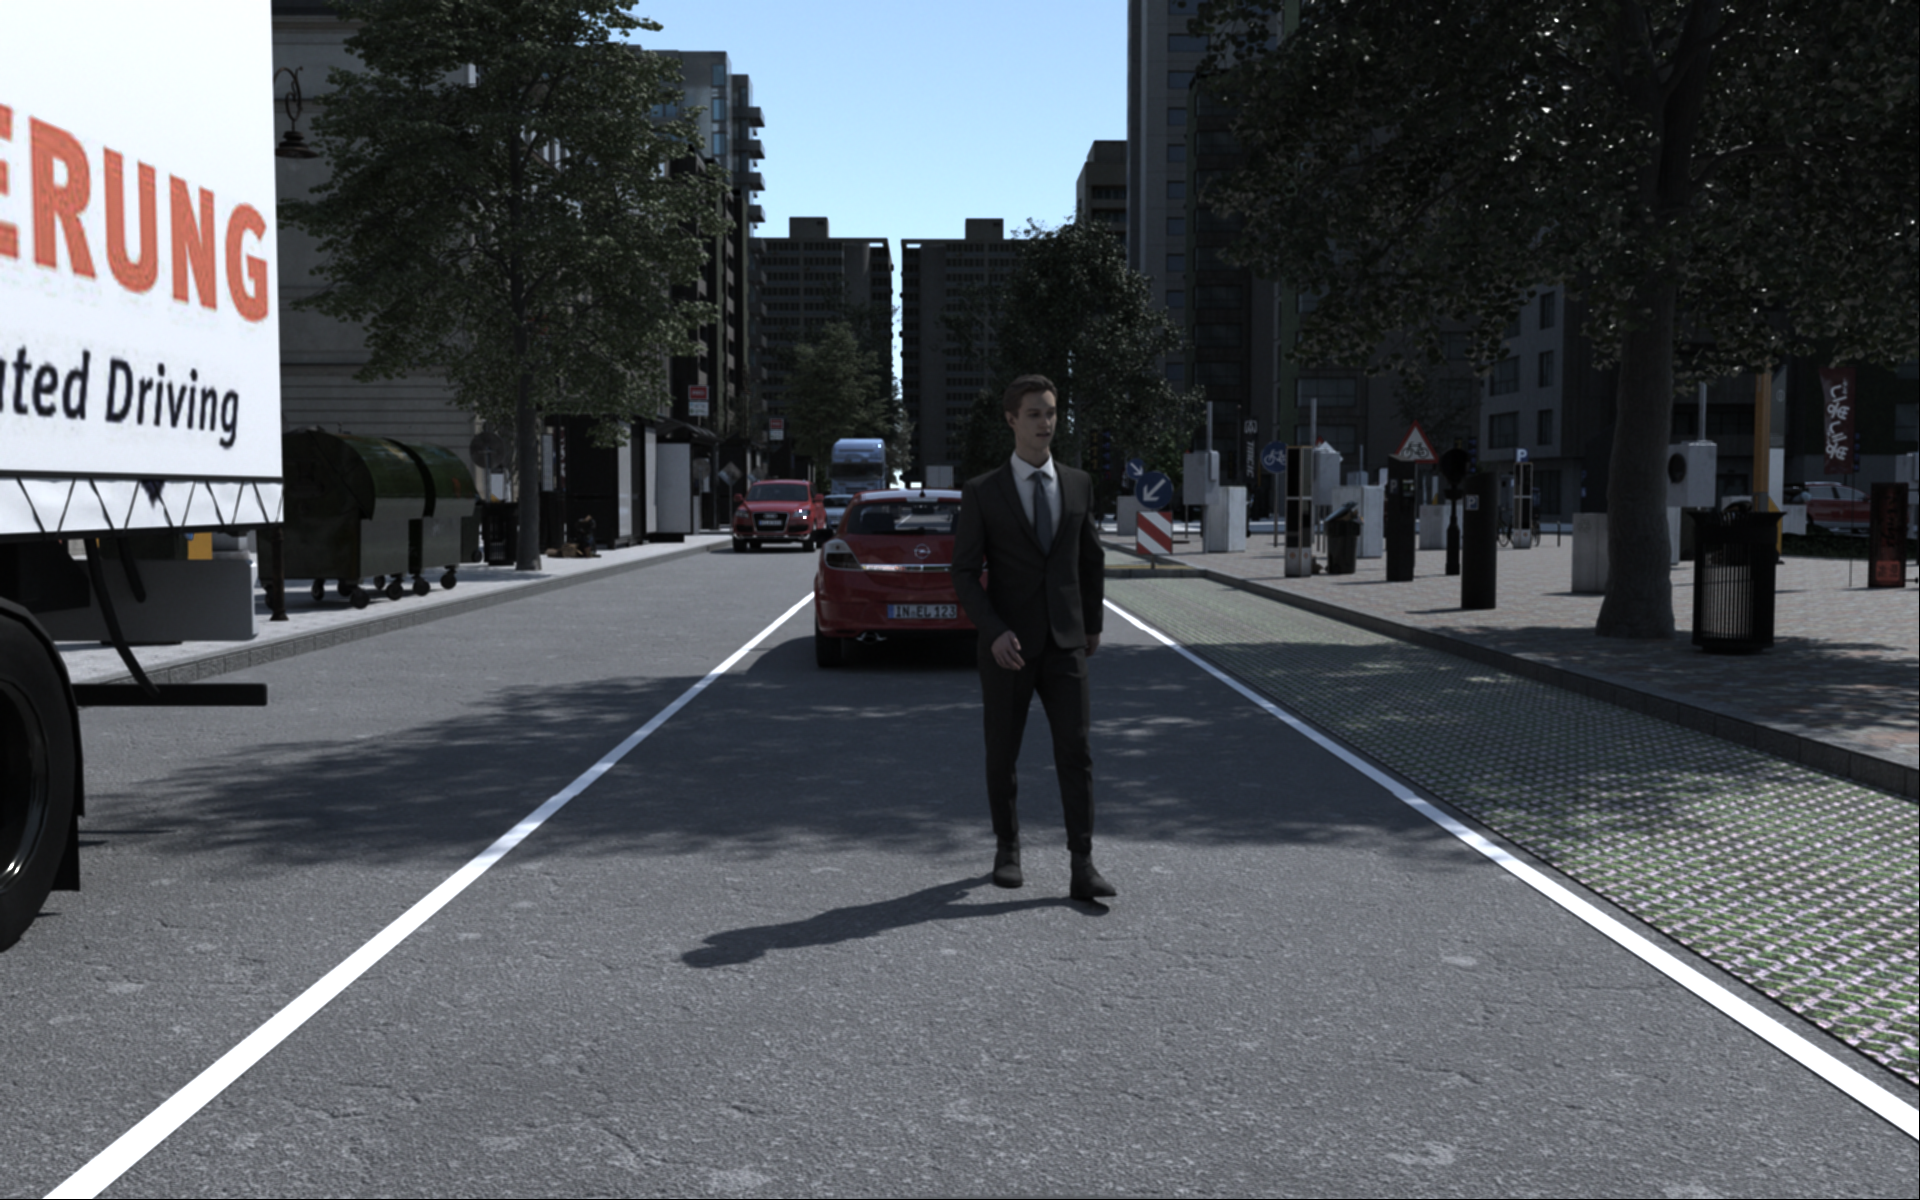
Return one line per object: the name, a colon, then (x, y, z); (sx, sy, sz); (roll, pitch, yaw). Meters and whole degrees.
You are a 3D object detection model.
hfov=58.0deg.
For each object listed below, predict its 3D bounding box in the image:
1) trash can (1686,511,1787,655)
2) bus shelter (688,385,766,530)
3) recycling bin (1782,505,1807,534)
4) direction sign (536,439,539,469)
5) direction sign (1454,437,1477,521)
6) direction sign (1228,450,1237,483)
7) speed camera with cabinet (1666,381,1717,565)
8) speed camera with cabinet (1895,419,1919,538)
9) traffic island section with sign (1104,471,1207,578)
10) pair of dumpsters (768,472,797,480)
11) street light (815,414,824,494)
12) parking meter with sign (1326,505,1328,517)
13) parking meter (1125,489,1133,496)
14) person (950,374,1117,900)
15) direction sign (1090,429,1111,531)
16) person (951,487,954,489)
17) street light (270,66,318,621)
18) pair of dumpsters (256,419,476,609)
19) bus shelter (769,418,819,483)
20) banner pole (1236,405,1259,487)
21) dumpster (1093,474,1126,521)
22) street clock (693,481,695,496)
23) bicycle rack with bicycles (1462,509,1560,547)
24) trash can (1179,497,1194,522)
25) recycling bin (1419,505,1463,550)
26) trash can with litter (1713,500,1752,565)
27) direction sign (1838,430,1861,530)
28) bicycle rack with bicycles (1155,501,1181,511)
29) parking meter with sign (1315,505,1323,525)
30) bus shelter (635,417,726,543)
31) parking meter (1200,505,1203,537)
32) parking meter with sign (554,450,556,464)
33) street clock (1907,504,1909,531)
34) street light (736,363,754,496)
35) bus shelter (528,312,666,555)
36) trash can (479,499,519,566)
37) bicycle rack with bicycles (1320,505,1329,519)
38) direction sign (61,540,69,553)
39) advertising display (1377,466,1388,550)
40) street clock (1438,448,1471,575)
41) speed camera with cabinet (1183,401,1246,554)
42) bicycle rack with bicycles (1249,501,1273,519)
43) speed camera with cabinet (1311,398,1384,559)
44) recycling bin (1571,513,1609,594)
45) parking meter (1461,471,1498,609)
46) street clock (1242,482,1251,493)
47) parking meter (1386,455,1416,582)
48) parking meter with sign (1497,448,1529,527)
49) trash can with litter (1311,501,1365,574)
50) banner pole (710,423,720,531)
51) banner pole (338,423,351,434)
trash can: (6.244, -0.141, 13.967); (0.748, 1.137, 0.748); (0, 3, 0)
bus shelter: (-8.948, -5.436, 66.514); (2.179, 5.291, 8.768); (0, 4, -1)
recycling bin: (19.398, -1.728, 40.809); (0.722, 1.027, 0.722); (-1, 4, -13)
direction sign: (-17.644, -4.905, 72.197); (0.379, 3.537, 0.876); (-1, 4, -22)
direction sign: (19.943, -4.677, 68.464); (0.876, 3.537, 0.379); (1, 4, 8)
direction sign: (14.214, -6.003, 90.149); (0.876, 3.537, 0.379); (-3, 5, -43)
speed camera with cabinet: (12.681, -2.241, 30.971); (0.660, 3.252, 2.038); (-1, 4, -8)
speed camera with cabinet: (21.928, -2.696, 38.413); (2.038, 3.252, 0.660); (0, 4, 5)
traffic island section with sign: (3.189, -1.324, 30.283); (1.989, 1.847, 2.006); (0, 4, -1)
pair of dumpsters: (-7.820, -4.517, 76.340); (1.574, 2.255, 4.437); (0, 4, -1)
street light: (-8.116, -7.796, 100.246); (0.468, 5.910, 1.993); (0, 4, -1)
parking meter with sign: (19.053, -5.795, 91.008); (0.543, 3.016, 1.738); (0, 4, -4)
parking meter: (7.875, -4.423, 80.725); (0.372, 1.533, 0.369); (0, 3, 0)
person: (0.303, 0.128, 6.187); (0.659, 1.850, 0.755); (-1, 4, -16)
direction sign: (4.879, -4.178, 60.312); (0.876, 3.537, 0.379); (3, 5, 41)
person: (-0.416, -5.126, 92.411); (0.767, 1.812, 0.694); (2, 4, 28)
street light: (-6.909, -2.728, 17.397); (0.468, 5.910, 1.993); (0, 4, -1)
pair of dumpsters: (-7.260, -1.146, 21.228); (1.574, 2.255, 4.437); (0, 4, -1)
bus shelter: (-9.071, -7.161, 94.714); (2.179, 5.291, 8.768); (0, 4, -1)
banner pole: (8.057, -3.602, 48.906); (0.863, 3.779, 0.401); (3, 4, 37)
dumpster: (7.155, -4.959, 83.578); (1.502, 2.255, 1.985); (0, 4, -1)
street clock: (-14.711, -5.576, 95.733); (0.358, 2.002, 0.471); (-1, 4, -17)
bicycle rack with bicycles: (13.540, -1.802, 42.844); (2.852, 0.926, 2.925); (0, 4, -2)
trash can: (10.391, -4.135, 79.257); (0.748, 1.137, 0.748); (0, 3, 0)
recycling bin: (11.138, -1.685, 40.111); (0.722, 1.027, 0.722); (-2, 4, -35)
trash can with litter: (13.901, -1.220, 31.328); (0.624, 1.170, 1.055); (0, 4, -3)
direction sign: (31.539, -4.262, 61.684); (0.876, 3.537, 0.379); (1, 4, 13)
bicycle rack with bicycles: (12.779, -5.493, 103.187); (2.925, 0.926, 2.852); (0, 4, 5)
parking meter with sign: (14.627, -4.678, 72.738); (0.543, 3.016, 1.738); (-1, 4, -11)
bus shelter: (-7.879, -3.327, 48.328); (2.014, 3.302, 5.546); (0, 4, -1)
parking meter: (7.341, -2.635, 51.489); (0.372, 1.533, 0.369); (0, 3, 0)
parking meter with sign: (-16.623, -4.420, 68.520); (0.543, 3.016, 1.738); (-3, 5, -42)
street clock: (33.161, -3.425, 60.567); (0.471, 2.002, 0.358); (-1, 4, -15)
street light: (-7.549, -5.397, 61.031); (0.468, 5.910, 1.993); (0, 4, -1)
bus shelter: (-8.711, -3.870, 40.914); (2.179, 5.291, 8.768); (0, 4, -1)
trash can: (-8.248, -1.189, 31.099); (0.748, 1.137, 0.748); (0, 3, 0)
bicycle rack with bicycles: (17.936, -4.461, 86.321); (2.925, 0.926, 2.852); (-3, 5, -43)
direction sign: (-9.674, -1.630, 18.655); (0.876, 3.537, 0.379); (-1, 4, -11)
advertising display: (9.951, -2.115, 39.786); (0.123, 1.923, 0.974); (-2, 4, -27)
street clock: (7.807, -1.395, 27.384); (0.471, 2.002, 0.358); (0, 4, 3)
speed camera with cabinet: (5.555, -2.652, 37.695); (0.660, 3.252, 2.038); (2, 4, 34)
bicycle rack with bicycles: (14.672, -4.586, 88.366); (2.925, 0.926, 2.852); (-1, 4, -21)
speed camera with cabinet: (7.774, -2.506, 35.304); (0.660, 3.252, 2.038); (-2, 4, -27)
recycling bin: (8.443, -0.609, 22.516); (0.722, 1.027, 0.722); (3, 5, 44)
parking meter: (5.817, -0.672, 19.393); (0.372, 1.533, 0.369); (0, 3, 0)
street clock: (13.382, -4.666, 80.857); (0.358, 2.002, 0.471); (-1, 4, -18)
parking meter: (6.487, -1.209, 25.474); (0.255, 1.863, 0.399); (-1, 4, -20)
parking meter with sign: (21.238, -4.319, 66.873); (0.543, 3.016, 1.738); (-1, 4, -11)
trash can with litter: (5.919, -1.007, 27.852); (1.055, 1.170, 0.624); (0, 4, -3)
banner pole: (-8.541, -4.322, 60.685); (0.401, 3.779, 0.863); (-1, 4, -23)
banner pole: (-21.628, -4.336, 60.910); (0.401, 3.779, 0.863); (1, 4, 14)
